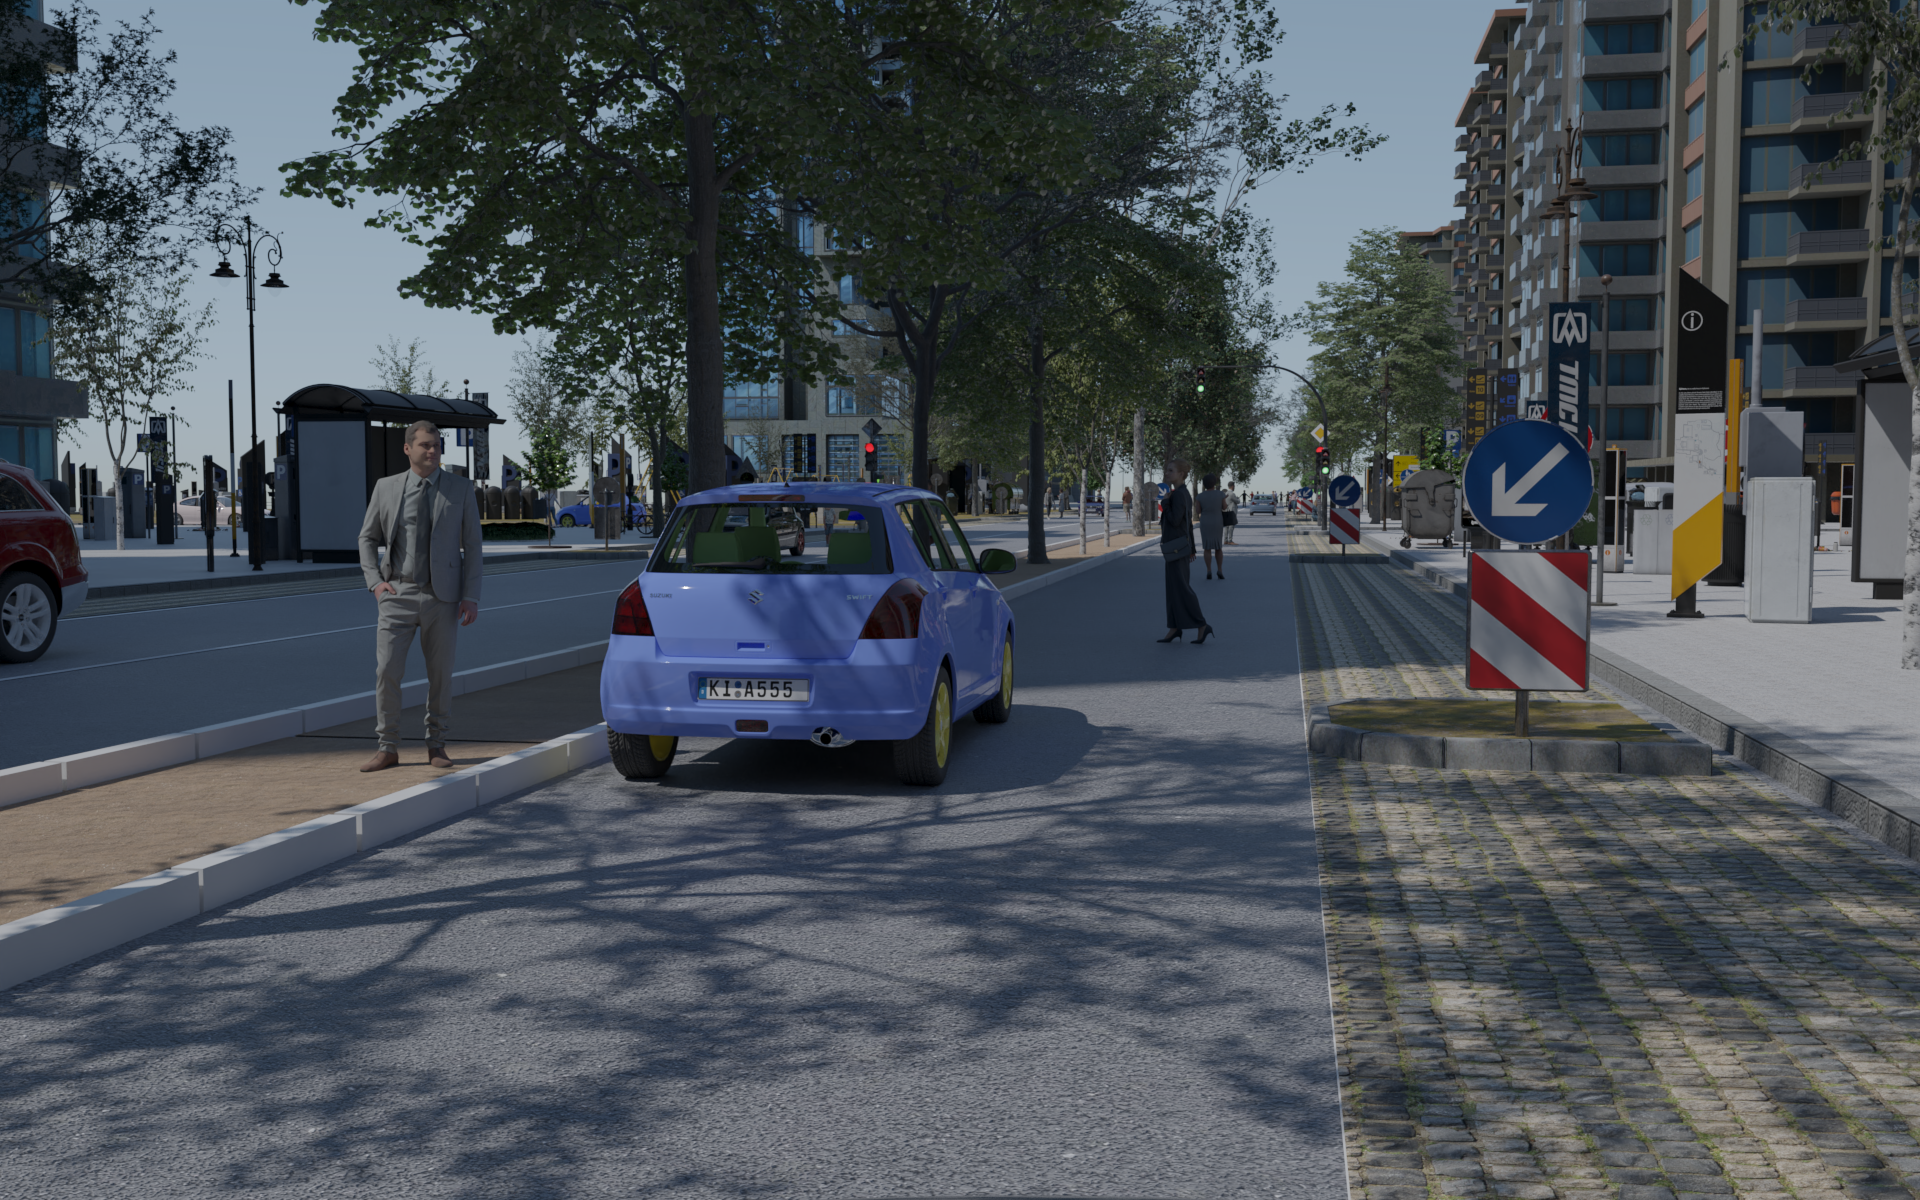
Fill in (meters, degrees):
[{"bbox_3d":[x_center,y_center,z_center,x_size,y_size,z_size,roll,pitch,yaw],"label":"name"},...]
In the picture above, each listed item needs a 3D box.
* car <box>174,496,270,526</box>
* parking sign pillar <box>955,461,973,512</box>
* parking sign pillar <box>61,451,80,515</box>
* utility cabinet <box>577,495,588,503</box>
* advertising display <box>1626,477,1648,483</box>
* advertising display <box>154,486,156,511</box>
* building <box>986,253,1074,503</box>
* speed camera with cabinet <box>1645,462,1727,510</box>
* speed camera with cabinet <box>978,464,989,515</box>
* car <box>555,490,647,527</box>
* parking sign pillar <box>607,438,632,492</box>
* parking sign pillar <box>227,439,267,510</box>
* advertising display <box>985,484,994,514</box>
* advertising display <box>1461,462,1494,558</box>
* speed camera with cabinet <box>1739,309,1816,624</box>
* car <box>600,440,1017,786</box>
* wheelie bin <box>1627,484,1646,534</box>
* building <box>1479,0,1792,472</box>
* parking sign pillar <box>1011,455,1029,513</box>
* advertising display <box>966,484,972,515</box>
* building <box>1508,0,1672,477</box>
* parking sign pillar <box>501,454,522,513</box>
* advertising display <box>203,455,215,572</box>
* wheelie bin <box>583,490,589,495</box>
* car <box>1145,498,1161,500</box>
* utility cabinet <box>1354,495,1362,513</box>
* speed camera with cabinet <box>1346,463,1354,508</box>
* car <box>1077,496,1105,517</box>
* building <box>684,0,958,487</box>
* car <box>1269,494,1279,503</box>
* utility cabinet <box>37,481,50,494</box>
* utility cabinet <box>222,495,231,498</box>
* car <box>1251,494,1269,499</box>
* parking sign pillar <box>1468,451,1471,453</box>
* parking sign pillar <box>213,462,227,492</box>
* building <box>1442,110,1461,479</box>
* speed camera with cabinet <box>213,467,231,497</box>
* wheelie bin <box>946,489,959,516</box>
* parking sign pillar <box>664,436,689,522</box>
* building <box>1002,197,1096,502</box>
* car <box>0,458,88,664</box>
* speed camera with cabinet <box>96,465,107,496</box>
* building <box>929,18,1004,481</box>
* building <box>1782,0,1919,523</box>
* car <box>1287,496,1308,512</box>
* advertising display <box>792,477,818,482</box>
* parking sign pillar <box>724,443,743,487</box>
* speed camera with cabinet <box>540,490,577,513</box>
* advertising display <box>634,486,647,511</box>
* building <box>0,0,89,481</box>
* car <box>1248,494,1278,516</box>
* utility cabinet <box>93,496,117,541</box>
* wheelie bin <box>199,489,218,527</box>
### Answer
[{"bbox_3d":[-31.465,-3.728,73.314,4.827,1.381,2.083,1,4,10],"label":"car"},{"bbox_3d":[0.262,-8.166,121.994,1.447,3.967,1.447,-2,4,-29],"label":"parking sign pillar"},{"bbox_3d":[-55.667,-7.319,108.143,1.447,3.967,1.447,-3,5,-45],"label":"parking sign pillar"},{"bbox_3d":[-25.153,-6.377,115.426,1.020,1.237,0.306,-1,4,-14],"label":"utility cabinet"},{"bbox_3d":[26.033,-3.771,66.877,0.974,1.923,0.123,2,4,25],"label":"advertising display"},{"bbox_3d":[-62.258,-7.855,133.634,0.123,1.923,0.974,0,4,8],"label":"advertising display"},{"bbox_3d":[0.240,-34.687,259.006,32.217,40.220,23.993,1,4,11],"label":"building"},{"bbox_3d":[17.484,-2.884,41.482,2.038,3.252,0.660,-1,4,-10],"label":"speed camera with cabinet"},{"bbox_3d":[1.331,-6.990,108.623,0.660,3.252,2.038,1,4,13],"label":"speed camera with cabinet"},{"bbox_3d":[-14.765,-3.761,71.080,3.694,1.707,1.945,1,4,9],"label":"car"},{"bbox_3d":[-16.309,-5.783,83.027,1.447,3.967,1.447,3,4,37],"label":"parking sign pillar"},{"bbox_3d":[-34.807,-5.911,85.113,1.447,3.967,1.447,2,4,34],"label":"parking sign pillar"},{"bbox_3d":[2.027,-6.603,113.167,0.974,1.923,0.123,0,4,1],"label":"advertising display"},{"bbox_3d":[10.363,-1.795,34.570,0.123,1.923,0.974,-1,4,-22],"label":"advertising display"},{"bbox_3d":[8.489,-1.446,17.973,0.660,3.252,2.038,1,4,22],"label":"speed camera with cabinet"},{"bbox_3d":[-0.688,-0.019,9.907,1.945,1.707,3.694,1,4,9],"label":"car"},{"bbox_3d":[21.874,-2.927,55.764,0.693,1.594,0.980,0,4,1],"label":"wheelie bin"},{"bbox_3d":[57.746,-30.607,155.050,22.147,44.769,28.867,1,4,11],"label":"building"},{"bbox_3d":[4.251,-8.051,120.101,1.447,3.967,1.447,3,4,37],"label":"parking sign pillar"},{"bbox_3d":[0.571,-6.254,107.460,0.123,1.923,0.974,1,4,18],"label":"advertising display"},{"bbox_3d":[51.476,-30.734,122.113,23.786,49.044,30.456,1,4,11],"label":"building"},{"bbox_3d":[-30.247,-7.851,116.839,1.447,3.967,1.447,1,4,11],"label":"parking sign pillar"},{"bbox_3d":[-12.501,-1.444,28.829,0.123,1.923,0.974,-2,4,-25],"label":"advertising display"},{"bbox_3d":[-31.167,-8.393,145.134,0.980,1.594,0.693,-2,4,-23],"label":"wheelie bin"},{"bbox_3d":[10.333,-5.161,93.178,1.959,1.807,4.718,1,4,11],"label":"car"},{"bbox_3d":[26.195,-6.357,115.106,1.020,1.237,0.306,0,4,2],"label":"utility cabinet"},{"bbox_3d":[24.627,-7.063,109.818,0.660,3.252,2.038,1,4,18],"label":"speed camera with cabinet"},{"bbox_3d":[8.452,-5.937,109.651,1.945,1.354,3.894,1,4,9],"label":"car"},{"bbox_3d":[-11.983,-52.101,164.517,22.319,86.520,31.000,1,4,11],"label":"building"},{"bbox_3d":[47.920,-15.539,265.867,2.131,1.459,4.920,1,4,9],"label":"car"},{"bbox_3d":[-14.848,-1.154,27.544,1.173,1.500,0.318,3,5,40],"label":"utility cabinet"},{"bbox_3d":[-41.098,-5.304,97.882,0.306,1.237,1.020,3,5,43],"label":"utility cabinet"},{"bbox_3d":[28.679,-9.316,164.112,2.131,1.459,4.920,1,4,9],"label":"car"},{"bbox_3d":[31.339,-7.157,105.491,1.447,3.967,1.447,3,4,37],"label":"parking sign pillar"},{"bbox_3d":[-56.616,-8.793,132.244,1.447,3.967,1.447,-2,4,-29],"label":"parking sign pillar"},{"bbox_3d":[63.969,-32.329,183.203,22.147,44.769,28.867,1,4,11],"label":"building"},{"bbox_3d":[-55.350,-8.263,129.430,0.660,3.252,2.038,1,4,20],"label":"speed camera with cabinet"},{"bbox_3d":[-0.467,-5.687,100.890,0.693,1.594,0.980,-1,4,-11],"label":"wheelie bin"},{"bbox_3d":[-12.894,-5.569,79.532,1.447,3.967,1.447,-3,5,-39],"label":"parking sign pillar"},{"bbox_3d":[10.315,-45.326,283.077,21.231,58.520,28.212,1,4,11],"label":"building"},{"bbox_3d":[-9.177,-0.288,13.388,2.281,1.827,5.304,1,4,11],"label":"car"},{"bbox_3d":[-58.834,-7.624,118.988,0.660,3.252,2.038,1,4,22],"label":"speed camera with cabinet"},{"bbox_3d":[-10.374,-37.062,195.206,28.713,52.752,27.495,1,4,11],"label":"building"},{"bbox_3d":[48.438,-26.234,83.553,28.867,44.769,22.147,1,4,11],"label":"building"},{"bbox_3d":[27.552,-7.842,140.792,1.945,1.354,3.894,1,4,11],"label":"car"},{"bbox_3d":[-5.833,-3.667,65.174,0.974,1.923,0.123,0,4,-7],"label":"advertising display"},{"bbox_3d":[-11.484,-6.054,87.451,1.447,3.967,1.447,3,5,41],"label":"parking sign pillar"},{"bbox_3d":[-20.102,-5.651,86.725,0.660,3.252,2.038,2,4,30],"label":"speed camera with cabinet"},{"bbox_3d":[-24.398,-7.768,132.223,0.974,1.923,0.123,1,4,14],"label":"advertising display"},{"bbox_3d":[-42.105,-26.021,45.057,30.456,49.044,23.786,1,4,11],"label":"building"},{"bbox_3d":[20.198,-6.325,115.421,2.014,1.417,4.499,1,4,10],"label":"car"},{"bbox_3d":[-23.747,-2.263,48.159,0.306,1.237,1.020,0,4,-8],"label":"utility cabinet"},{"bbox_3d":[-29.148,-3.627,67.205,0.693,1.594,0.980,-2,4,-26],"label":"wheelie bin"}]
